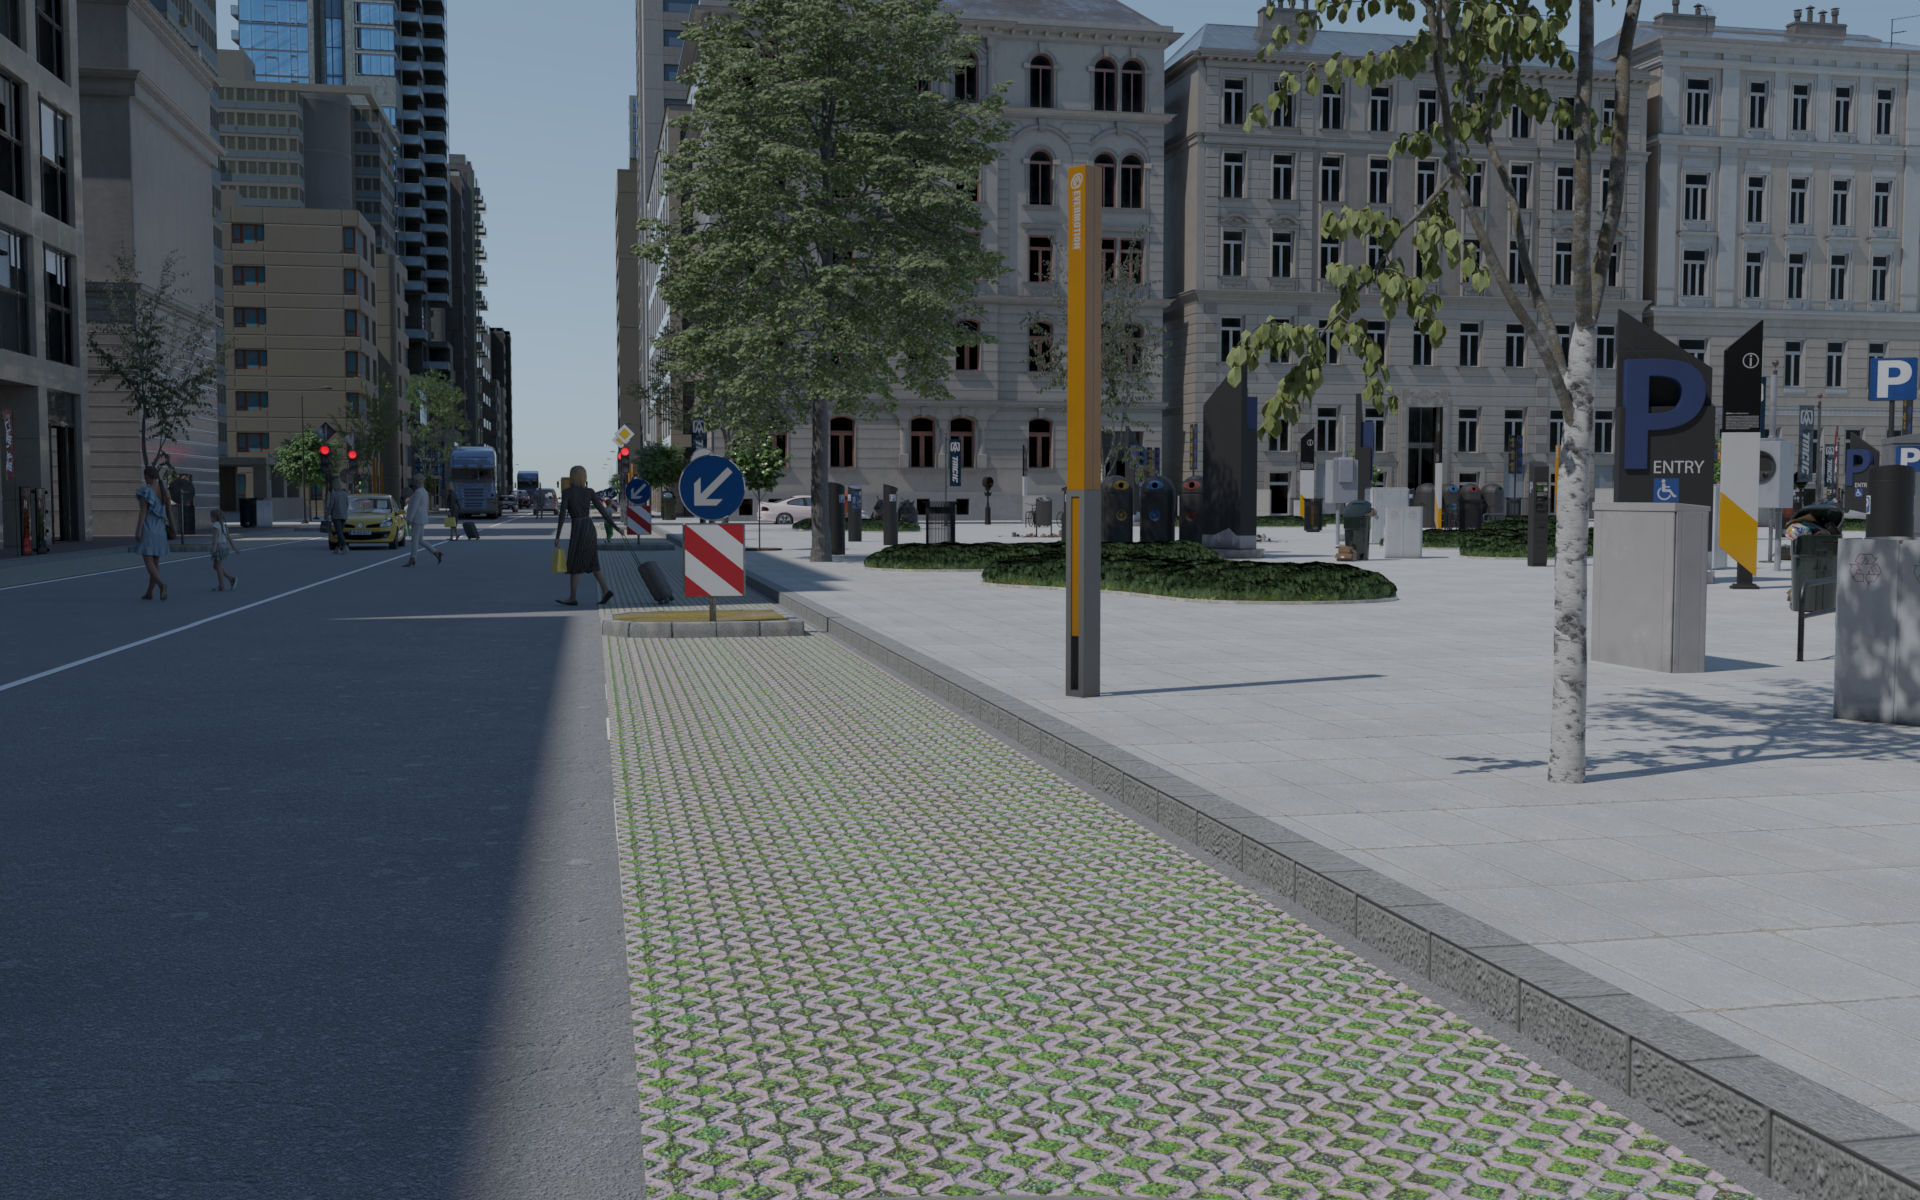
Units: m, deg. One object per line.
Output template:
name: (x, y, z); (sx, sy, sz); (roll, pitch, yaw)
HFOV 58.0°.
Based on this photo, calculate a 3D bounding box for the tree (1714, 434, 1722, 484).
tree: (21.772, -3.289, 48.382); (1.663, 3.219, 1.824); (0, 3, 0)

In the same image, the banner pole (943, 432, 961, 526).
banner pole: (-0.344, -4.856, 69.413); (0.863, 3.779, 0.401); (1, 4, 11)

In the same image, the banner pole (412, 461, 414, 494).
banner pole: (-41.252, -8.600, 130.624); (0.401, 3.779, 0.863); (-2, 4, -25)

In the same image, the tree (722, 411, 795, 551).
tree: (-4.596, -2.748, 39.535); (1.663, 3.219, 1.824); (0, 3, 0)

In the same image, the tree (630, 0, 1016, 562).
tree: (-2.290, -6.978, 32.217); (7.486, 12.596, 7.792); (0, 3, 0)

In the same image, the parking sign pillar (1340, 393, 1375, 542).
parking sign pillar: (10.964, -3.579, 46.992); (1.447, 3.967, 1.447); (1, 4, 16)

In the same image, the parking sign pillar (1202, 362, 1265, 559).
parking sign pillar: (5.439, -2.841, 34.917); (1.447, 3.967, 1.447); (-2, 4, -27)

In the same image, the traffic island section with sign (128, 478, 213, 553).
traffic island section with sign: (-19.488, -2.118, 43.255); (1.989, 1.847, 2.006); (-1, 4, -12)

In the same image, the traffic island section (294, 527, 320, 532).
traffic island section: (-24.638, -2.760, 67.414); (2.009, 0.180, 2.903); (-1, 4, -12)

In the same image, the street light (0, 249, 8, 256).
street light: (-18.724, -3.689, 32.854); (1.470, 5.913, 1.316); (-1, 4, -12)

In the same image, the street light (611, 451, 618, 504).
street light: (-29.472, -10.931, 151.269); (1.470, 5.913, 1.316); (-1, 4, -12)

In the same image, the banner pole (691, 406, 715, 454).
banner pole: (-7.214, -3.610, 49.040); (0.863, 3.779, 0.401); (-2, 4, -23)

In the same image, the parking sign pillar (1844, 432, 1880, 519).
parking sign pillar: (38.908, -5.274, 74.707); (1.447, 3.967, 1.447); (-2, 4, -28)

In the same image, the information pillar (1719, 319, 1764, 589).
information pillar: (10.520, -1.955, 23.311); (0.504, 3.616, 0.183); (1, 4, 10)

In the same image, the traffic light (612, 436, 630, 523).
traffic light: (-15.157, -5.416, 77.478); (0.839, 4.253, 0.868); (-1, 4, -12)

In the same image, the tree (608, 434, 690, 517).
tree: (-16.526, -6.831, 95.404); (4.285, 4.588, 4.351); (0, 3, 0)

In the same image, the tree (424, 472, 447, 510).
tree: (-42.389, -8.776, 138.088); (1.663, 3.219, 1.824); (0, 3, 0)

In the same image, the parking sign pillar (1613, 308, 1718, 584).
parking sign pillar: (10.181, -2.237, 25.044); (1.447, 3.967, 1.447); (1, 4, 11)

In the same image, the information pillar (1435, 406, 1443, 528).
information pillar: (12.861, -3.374, 46.519); (0.183, 3.616, 0.504); (0, 4, 4)

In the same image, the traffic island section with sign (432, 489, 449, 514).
traffic island section with sign: (-36.745, -7.055, 123.984); (1.989, 1.847, 2.006); (-1, 4, -12)

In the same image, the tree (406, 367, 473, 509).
tree: (-44.099, -13.304, 143.269); (9.928, 11.665, 9.643); (0, 3, 0)

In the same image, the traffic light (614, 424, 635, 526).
traffic light: (-13.488, -4.939, 69.669); (0.839, 4.253, 0.868); (-1, 4, -12)

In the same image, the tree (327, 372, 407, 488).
tree: (-35.282, -9.381, 103.749); (4.737, 8.622, 4.395); (0, 3, 0)

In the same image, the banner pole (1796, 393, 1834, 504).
banner pole: (21.112, -3.240, 42.997); (0.863, 3.779, 0.401); (-1, 4, -18)

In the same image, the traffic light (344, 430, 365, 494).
traffic light: (-26.265, -5.271, 75.097); (0.839, 4.253, 0.868); (-1, 4, -12)

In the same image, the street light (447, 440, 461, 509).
street light: (-43.669, -10.827, 149.561); (1.470, 5.913, 1.316); (-1, 4, -12)

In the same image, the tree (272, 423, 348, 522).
tree: (-29.761, -5.858, 79.484); (4.285, 4.588, 4.351); (0, 3, 0)

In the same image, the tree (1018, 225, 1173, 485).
tree: (3.659, -5.764, 44.602); (4.360, 8.622, 3.978); (0, 3, 0)

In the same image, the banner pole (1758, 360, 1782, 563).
banner pole: (15.021, -2.599, 32.509); (0.401, 3.779, 0.863); (-3, 5, -43)

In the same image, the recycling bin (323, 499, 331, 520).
recycling bin: (-31.265, -4.509, 86.271); (0.722, 1.027, 0.722); (-2, 4, -30)

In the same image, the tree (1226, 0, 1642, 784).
tree: (2.585, -3.505, 7.674); (4.737, 8.622, 4.395); (0, 3, 0)

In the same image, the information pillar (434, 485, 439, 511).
information pillar: (-40.453, -7.910, 133.813); (0.304, 2.012, 0.304); (-3, 5, -42)

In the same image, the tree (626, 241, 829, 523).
tree: (-7.884, -7.690, 60.137); (7.601, 10.594, 8.767); (-2, 4, -27)

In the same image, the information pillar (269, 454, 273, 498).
information pillar: (-40.379, -6.754, 101.789); (0.504, 3.616, 0.183); (2, 4, 24)

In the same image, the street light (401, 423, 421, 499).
street light: (-36.027, -8.629, 113.628); (1.470, 5.913, 1.316); (-1, 4, -12)

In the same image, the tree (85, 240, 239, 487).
tree: (-23.823, -6.170, 51.238); (4.360, 8.622, 3.978); (0, 3, 0)

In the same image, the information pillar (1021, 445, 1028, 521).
information pillar: (3.080, -5.554, 82.162); (0.183, 3.616, 0.504); (1, 4, 22)

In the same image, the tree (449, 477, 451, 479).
tree: (-46.926, -10.190, 161.203); (1.663, 3.219, 1.824); (0, 3, 0)

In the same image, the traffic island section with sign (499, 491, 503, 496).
traffic island section with sign: (-52.867, -11.671, 199.443); (1.989, 1.847, 2.006); (-1, 4, -12)

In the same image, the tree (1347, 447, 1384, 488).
tree: (13.997, -4.004, 60.062); (1.663, 3.219, 1.824); (0, 3, 0)

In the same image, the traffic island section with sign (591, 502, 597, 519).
traffic island section with sign: (-8.371, -2.189, 44.425); (1.989, 1.847, 2.006); (-1, 4, -12)

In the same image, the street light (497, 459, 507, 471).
street light: (-61.115, -15.813, 231.089); (1.470, 5.913, 1.316); (-1, 4, -12)

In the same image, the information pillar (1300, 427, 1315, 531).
information pillar: (12.099, -4.216, 60.292); (0.504, 3.616, 0.183); (0, 4, 7)

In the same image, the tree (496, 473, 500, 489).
tree: (-60.835, -14.647, 223.196); (4.285, 4.588, 4.351); (0, 3, 0)

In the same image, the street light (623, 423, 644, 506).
street light: (-21.253, -8.588, 112.947); (1.470, 5.913, 1.316); (-1, 4, -12)

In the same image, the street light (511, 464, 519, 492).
street light: (-69.420, -18.191, 269.970); (1.470, 5.913, 1.316); (-1, 4, -12)

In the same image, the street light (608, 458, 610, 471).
street light: (-37.092, -13.143, 187.433); (1.470, 5.913, 1.316); (-1, 4, -12)

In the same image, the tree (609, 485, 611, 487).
tree: (-58.636, -18.233, 292.717); (1.663, 3.219, 1.824); (0, 3, 0)

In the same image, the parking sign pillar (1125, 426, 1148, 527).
parking sign pillar: (7.035, -4.930, 69.072); (1.447, 3.967, 1.447); (2, 4, 30)

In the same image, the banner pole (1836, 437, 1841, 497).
banner pole: (38.385, -5.270, 76.179); (0.863, 3.779, 0.401); (0, 4, -5)

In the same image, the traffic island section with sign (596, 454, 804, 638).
traffic island section with sign: (-2.736, -0.577, 18.063); (1.989, 1.847, 2.006); (-1, 4, -12)

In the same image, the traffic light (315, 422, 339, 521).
traffic light: (-24.596, -4.793, 67.288); (0.839, 4.253, 0.868); (-1, 4, -12)

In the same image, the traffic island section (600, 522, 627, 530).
traffic island section: (-15.116, -3.384, 77.601); (2.009, 0.180, 2.903); (-1, 4, -12)

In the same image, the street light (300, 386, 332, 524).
street light: (-27.776, -6.252, 74.759); (1.470, 5.913, 1.316); (-1, 4, -12)

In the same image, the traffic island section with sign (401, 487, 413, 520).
traffic island section with sign: (-31.108, -5.443, 97.622); (1.989, 1.847, 2.006); (-1, 4, -12)
